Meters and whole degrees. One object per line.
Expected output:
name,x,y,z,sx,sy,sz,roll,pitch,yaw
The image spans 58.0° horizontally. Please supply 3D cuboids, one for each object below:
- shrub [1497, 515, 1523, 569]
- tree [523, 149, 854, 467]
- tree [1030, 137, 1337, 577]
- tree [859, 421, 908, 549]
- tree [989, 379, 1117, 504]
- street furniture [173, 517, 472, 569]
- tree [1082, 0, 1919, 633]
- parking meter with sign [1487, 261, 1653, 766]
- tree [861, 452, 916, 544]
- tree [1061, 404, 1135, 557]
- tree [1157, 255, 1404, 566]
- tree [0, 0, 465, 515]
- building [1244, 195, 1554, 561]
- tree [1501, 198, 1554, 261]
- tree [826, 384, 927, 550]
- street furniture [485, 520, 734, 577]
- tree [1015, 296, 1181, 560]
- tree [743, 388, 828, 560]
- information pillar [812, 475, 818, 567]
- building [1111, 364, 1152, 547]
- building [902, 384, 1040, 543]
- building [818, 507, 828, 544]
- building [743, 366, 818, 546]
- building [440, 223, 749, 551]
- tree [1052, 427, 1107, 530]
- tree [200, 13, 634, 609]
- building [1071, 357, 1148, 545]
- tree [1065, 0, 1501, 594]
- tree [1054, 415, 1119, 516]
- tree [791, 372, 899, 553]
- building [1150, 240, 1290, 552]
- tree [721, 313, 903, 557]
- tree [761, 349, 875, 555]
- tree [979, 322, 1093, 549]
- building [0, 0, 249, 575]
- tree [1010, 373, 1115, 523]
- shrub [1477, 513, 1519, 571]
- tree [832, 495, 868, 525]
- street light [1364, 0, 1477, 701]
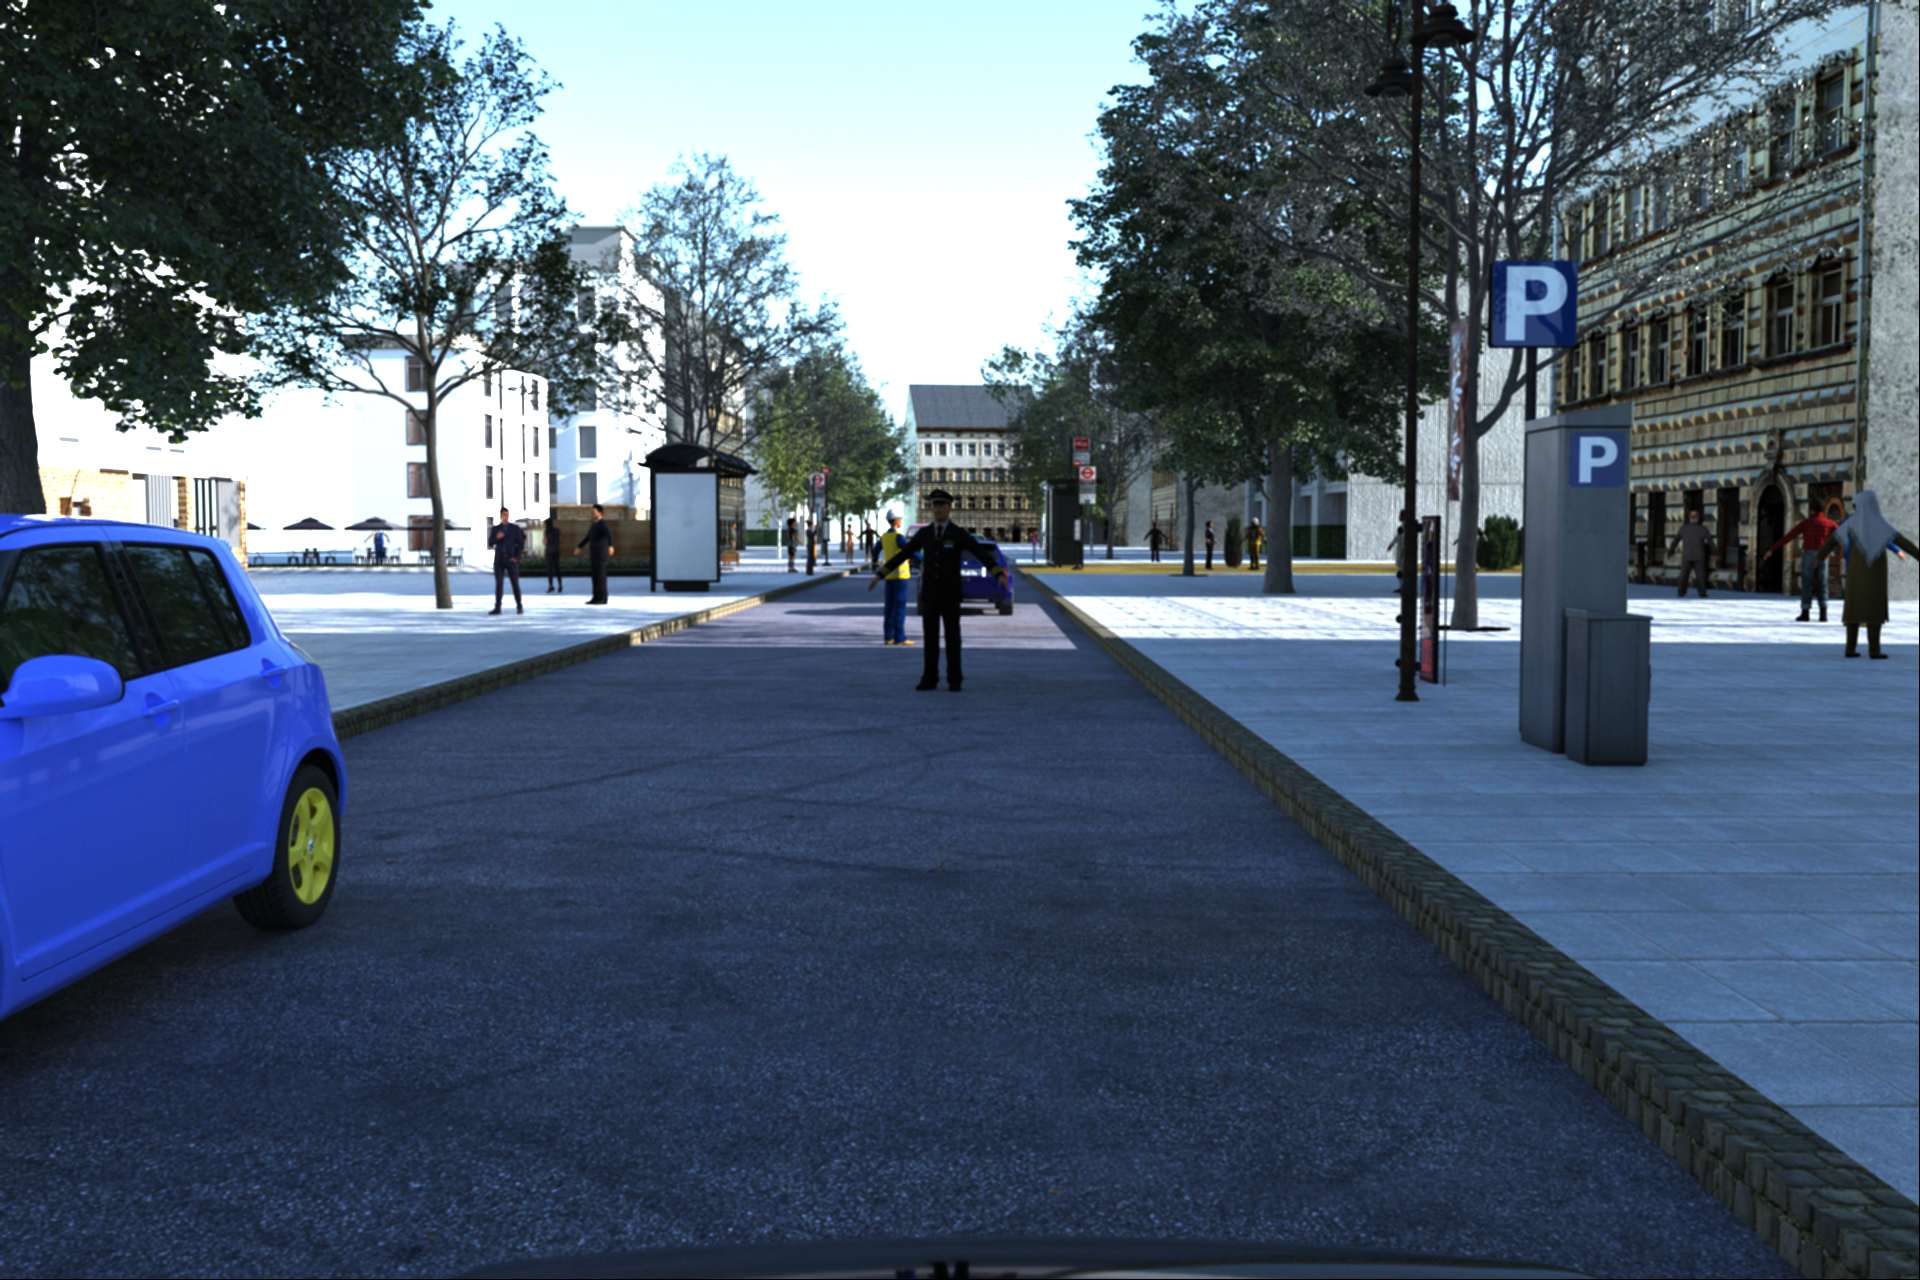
shrub,19.880,-3.587,63.066,1.690,2.028,1.600,0,3,0
tree,-8.356,-8.826,54.681,12.009,13.543,11.850,0,3,0
tree,7.122,-8.691,52.467,12.009,13.543,11.850,0,3,0
tree,-8.217,-13.762,150.757,9.928,11.665,9.643,0,3,0
tree,7.328,-13.817,136.280,12.009,13.543,11.850,0,3,0
street furniture,-32.922,-3.576,63.490,27.439,1.986,14.083,0,4,-1
tree,6.887,-6.872,22.728,12.009,13.543,11.850,0,3,0
parking meter with sign,3.654,-0.860,10.325,0.543,3.016,1.738,0,4,0
tree,-7.520,-13.868,161.159,8.767,10.594,7.601,2,4,34
tree,7.753,-9.073,98.704,4.737,8.622,4.395,0,3,0
tree,12.438,-9.713,69.185,12.009,13.543,11.850,0,3,0
tree,-9.096,-6.709,16.341,9.857,13.997,8.962,0,3,0
building,27.241,-14.233,99.161,16.747,18.905,31.486,0,4,0
tree,27.297,-13.261,72.708,12.611,20.169,13.585,0,3,0
tree,-8.006,-14.053,140.128,12.009,13.543,11.850,0,3,0
street furniture,-12.103,-2.906,54.367,9.812,1.723,11.010,-1,4,-21
tree,7.682,-10.797,86.904,12.009,13.543,11.850,0,3,0
tree,-8.749,-8.224,84.827,4.737,8.622,4.395,0,3,0
information pillar,-5.758,-4.713,68.406,0.183,3.616,0.504,0,4,2
building,25.840,-21.358,180.125,19.493,23.208,18.063,0,3,0
building,1.514,-25.645,252.674,18.063,23.208,19.493,0,4,-8
building,-23.108,-22.360,222.001,16.016,20.090,11.380,0,4,0
building,-26.050,-20.273,197.915,16.747,18.905,31.486,0,4,1
building,-26.941,-18.400,131.766,19.493,23.208,18.063,0,4,1
tree,7.497,-9.869,111.713,4.360,8.622,3.978,0,3,0
tree,-9.187,-5.807,29.353,7.601,10.594,8.767,-1,4,-17
building,27.526,-22.765,216.177,27.936,21.610,32.646,0,4,1
tree,6.938,-7.983,37.182,9.857,13.997,8.962,0,3,0
tree,7.039,-9.443,104.749,4.360,8.622,3.978,0,3,0
tree,-8.105,-12.347,119.993,7.486,12.596,7.792,0,3,0
building,24.677,-18.358,131.089,19.493,23.208,18.063,0,4,0
tree,-8.102,-11.296,95.051,12.009,13.543,11.850,0,3,0
tree,-8.753,-11.506,106.254,7.486,12.596,7.792,0,3,0
tree,8.531,-18.143,152.519,12.611,20.169,13.585,0,3,0
building,-27.105,-11.257,40.479,16.016,20.090,11.380,0,4,0
tree,7.242,-12.434,121.420,7.486,12.596,7.792,0,3,0
shrub,18.524,-3.404,60.079,1.690,2.028,1.600,0,3,0
tree,-17.350,-20.887,251.863,12.009,13.543,11.850,0,3,0
street light,3.449,-2.470,13.180,0.468,5.910,1.993,0,4,0
